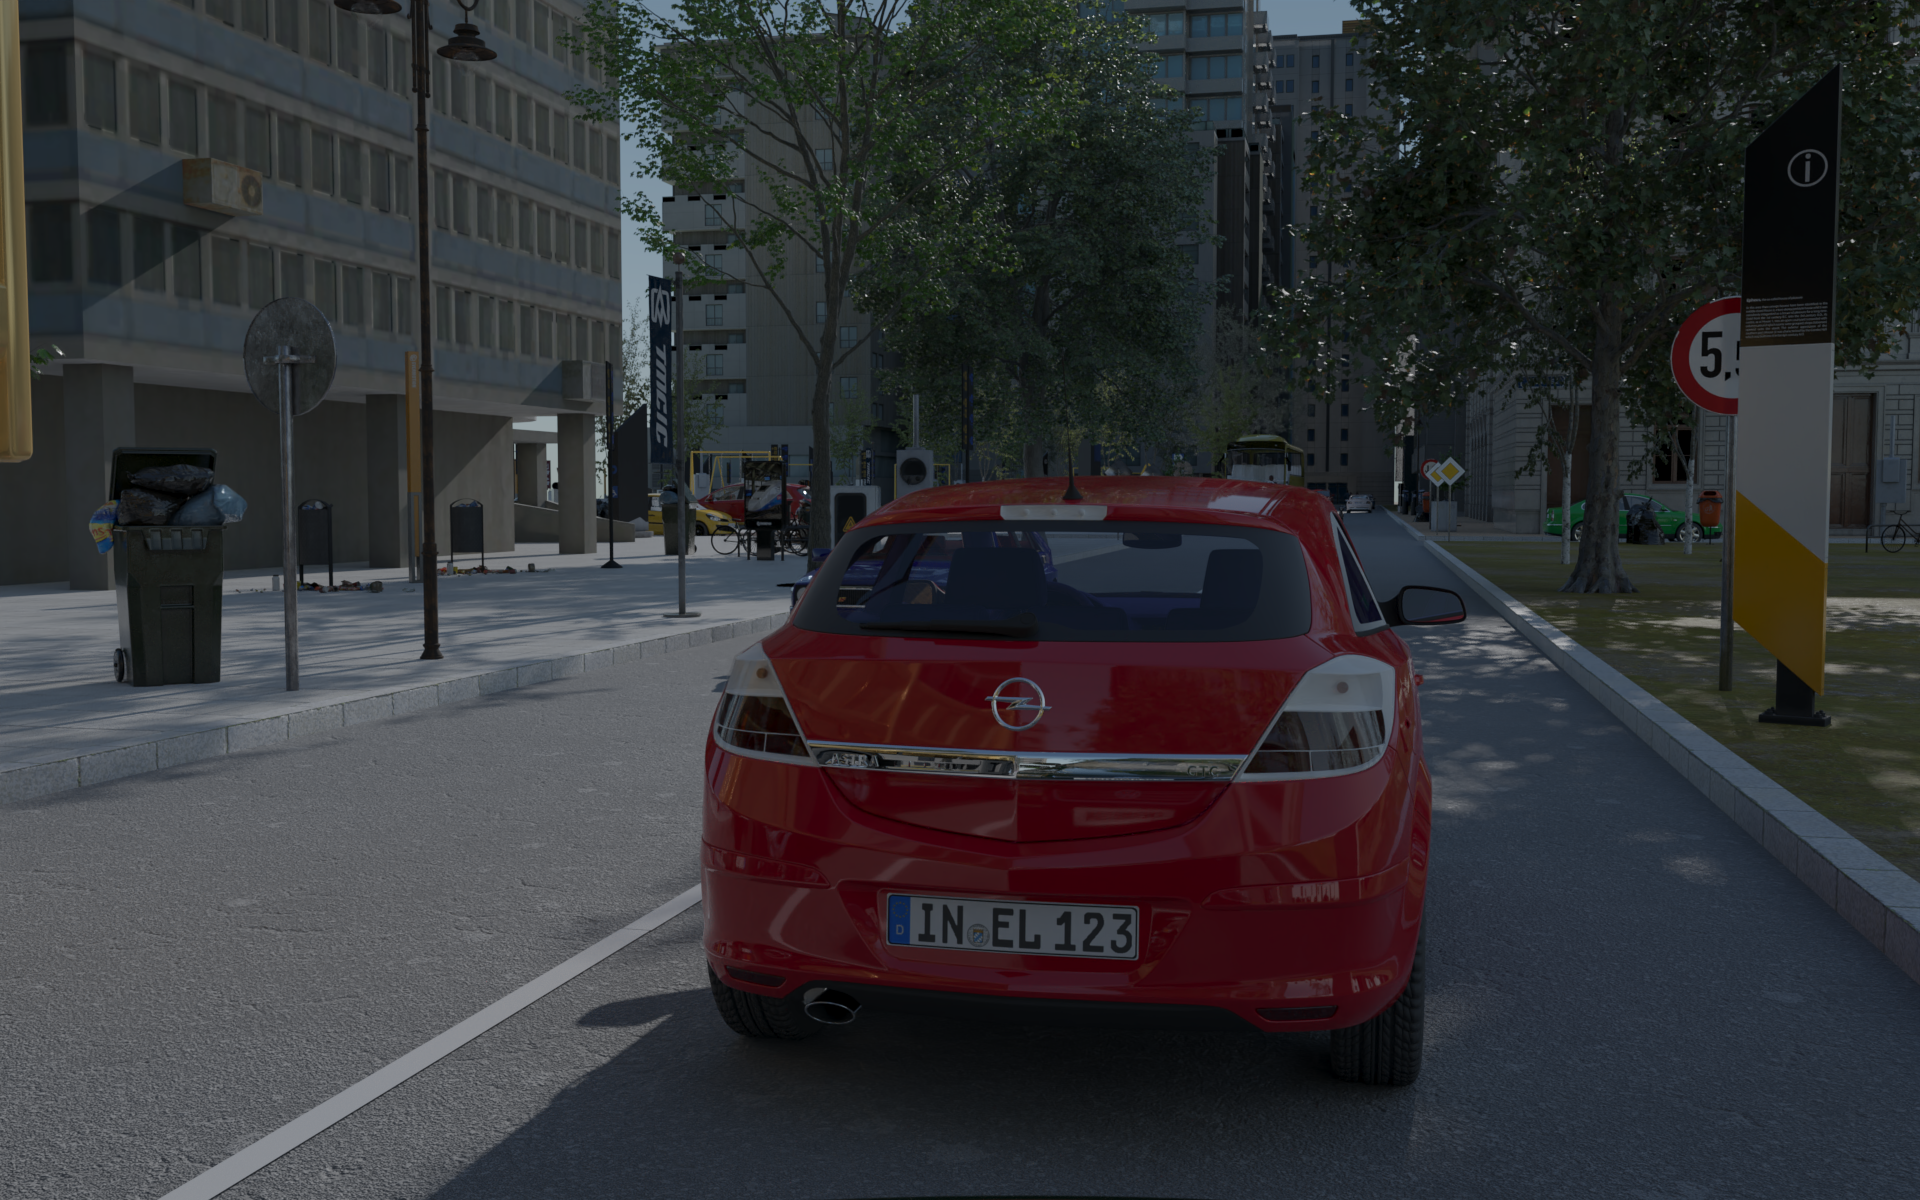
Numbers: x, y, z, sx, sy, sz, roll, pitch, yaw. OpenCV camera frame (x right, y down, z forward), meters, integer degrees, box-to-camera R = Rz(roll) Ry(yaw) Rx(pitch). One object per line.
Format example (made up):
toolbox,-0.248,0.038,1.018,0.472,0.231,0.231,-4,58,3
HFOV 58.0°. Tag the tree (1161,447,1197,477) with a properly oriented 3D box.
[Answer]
tree,8.978,-4.686,71.225,1.663,3.219,1.824,0,3,0

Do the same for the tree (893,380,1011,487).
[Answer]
tree,-0.477,-9.102,99.175,4.737,8.622,4.395,0,3,0

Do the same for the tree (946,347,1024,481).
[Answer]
tree,1.120,-7.934,80.079,4.360,8.622,3.978,0,3,0

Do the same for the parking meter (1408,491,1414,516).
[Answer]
parking meter,27.108,-5.809,103.385,0.372,1.533,0.369,0,3,0

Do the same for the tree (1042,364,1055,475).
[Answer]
tree,5.549,-8.629,91.454,4.360,8.622,3.978,0,3,0

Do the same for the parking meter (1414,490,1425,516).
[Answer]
parking meter,25.793,-5.407,96.812,0.372,1.533,0.369,0,3,0

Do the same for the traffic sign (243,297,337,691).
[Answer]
traffic sign,-4.359,-0.681,11.233,0.768,2.556,0.104,1,4,22

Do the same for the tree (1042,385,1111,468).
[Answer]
tree,7.662,-9.544,106.404,4.737,8.622,4.395,0,3,0

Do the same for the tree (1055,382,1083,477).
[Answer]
tree,7.245,-7.980,80.836,4.360,8.622,3.978,0,3,0

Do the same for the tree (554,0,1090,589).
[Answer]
tree,-1.797,-5.978,23.497,9.928,11.665,9.643,0,3,0

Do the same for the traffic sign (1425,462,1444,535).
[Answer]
traffic sign,14.895,-3.081,54.023,0.795,2.450,0.064,1,4,13

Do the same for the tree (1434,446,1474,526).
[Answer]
tree,19.671,-4.563,69.201,1.663,3.219,1.824,0,3,0

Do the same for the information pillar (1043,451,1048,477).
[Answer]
information pillar,4.624,-6.343,95.056,0.504,3.616,0.183,-3,4,-38

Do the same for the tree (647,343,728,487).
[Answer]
tree,-13.667,-8.257,85.363,4.737,8.622,4.395,0,3,0

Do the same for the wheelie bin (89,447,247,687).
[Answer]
wheelie bin,-5.355,-0.238,11.792,0.980,1.594,0.693,-2,4,-34

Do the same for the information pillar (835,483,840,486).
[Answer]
information pillar,-8.374,-6.981,118.628,0.304,2.012,0.304,0,4,4

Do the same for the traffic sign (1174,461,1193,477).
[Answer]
traffic sign,8.469,-4.030,65.998,0.768,2.556,0.104,1,4,21

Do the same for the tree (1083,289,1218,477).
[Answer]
tree,6.916,-6.813,61.760,4.360,8.622,3.978,0,3,0

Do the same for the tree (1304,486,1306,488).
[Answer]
tree,40.075,-12.882,205.226,1.663,3.219,1.824,0,3,0

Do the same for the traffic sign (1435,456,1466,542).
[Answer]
traffic sign,13.075,-2.606,46.248,0.795,2.450,0.064,1,4,13

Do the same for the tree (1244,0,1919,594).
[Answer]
tree,8.524,-6.445,22.382,9.611,12.733,9.660,0,3,0

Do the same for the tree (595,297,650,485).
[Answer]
tree,-12.820,-6.966,64.256,4.360,8.622,3.978,0,3,0

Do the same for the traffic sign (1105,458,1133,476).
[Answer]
traffic sign,4.418,-2.731,48.288,0.795,2.450,0.064,1,4,13

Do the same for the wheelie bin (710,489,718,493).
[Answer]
wheelie bin,-14.260,-5.683,100.818,0.980,1.594,0.693,0,4,8

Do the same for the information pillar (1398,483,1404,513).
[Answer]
information pillar,29.459,-6.801,115.681,0.304,2.012,0.304,-1,4,-14

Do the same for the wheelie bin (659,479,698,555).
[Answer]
wheelie bin,-5.956,-1.755,36.604,0.693,1.594,0.980,1,4,10

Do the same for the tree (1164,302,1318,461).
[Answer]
tree,17.510,-12.264,110.890,12.009,13.543,11.850,0,3,0

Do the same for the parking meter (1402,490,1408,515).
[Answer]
parking meter,27.677,-6.067,107.609,0.372,1.533,0.369,0,3,0

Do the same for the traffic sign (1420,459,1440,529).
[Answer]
traffic sign,17.047,-3.828,62.696,0.768,2.556,0.104,1,4,19

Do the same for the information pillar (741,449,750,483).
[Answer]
information pillar,-11.221,-6.069,90.577,0.504,3.616,0.183,-3,5,-40

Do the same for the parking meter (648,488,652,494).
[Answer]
parking meter,-12.242,-3.639,67.914,0.372,1.533,0.369,0,3,0

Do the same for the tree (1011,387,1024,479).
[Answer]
tree,3.188,-9.777,110.208,4.737,8.622,4.395,0,3,0

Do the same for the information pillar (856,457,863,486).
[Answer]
information pillar,-5.718,-6.558,98.570,0.504,3.616,0.183,3,5,40

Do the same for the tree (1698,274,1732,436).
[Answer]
tree,15.440,-5.300,37.015,4.360,8.622,3.978,0,3,0

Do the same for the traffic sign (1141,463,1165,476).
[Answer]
traffic sign,6.239,-3.206,56.063,0.795,2.450,0.064,1,4,13

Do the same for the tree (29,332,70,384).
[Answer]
tree,-6.406,-0.944,10.032,1.663,3.219,1.824,0,3,0

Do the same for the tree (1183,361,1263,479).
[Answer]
tree,14.523,-8.854,95.128,4.737,8.622,4.395,0,3,0

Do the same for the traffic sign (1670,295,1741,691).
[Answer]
traffic sign,4.997,-0.680,11.229,0.768,2.556,0.104,1,4,22

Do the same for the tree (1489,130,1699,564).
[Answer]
tree,10.889,-4.970,31.625,4.360,8.622,3.978,0,3,0

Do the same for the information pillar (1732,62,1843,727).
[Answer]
information pillar,4.611,-1.119,9.644,0.504,3.616,0.183,3,4,36

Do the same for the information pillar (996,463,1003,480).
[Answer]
information pillar,2.917,-8.340,127.714,0.504,3.616,0.183,1,4,23

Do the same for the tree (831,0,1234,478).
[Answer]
tree,1.659,-8.203,40.780,9.857,13.997,8.962,0,3,0

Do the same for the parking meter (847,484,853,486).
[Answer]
parking meter,-6.255,-5.657,98.200,0.399,1.863,0.255,-1,4,-14
